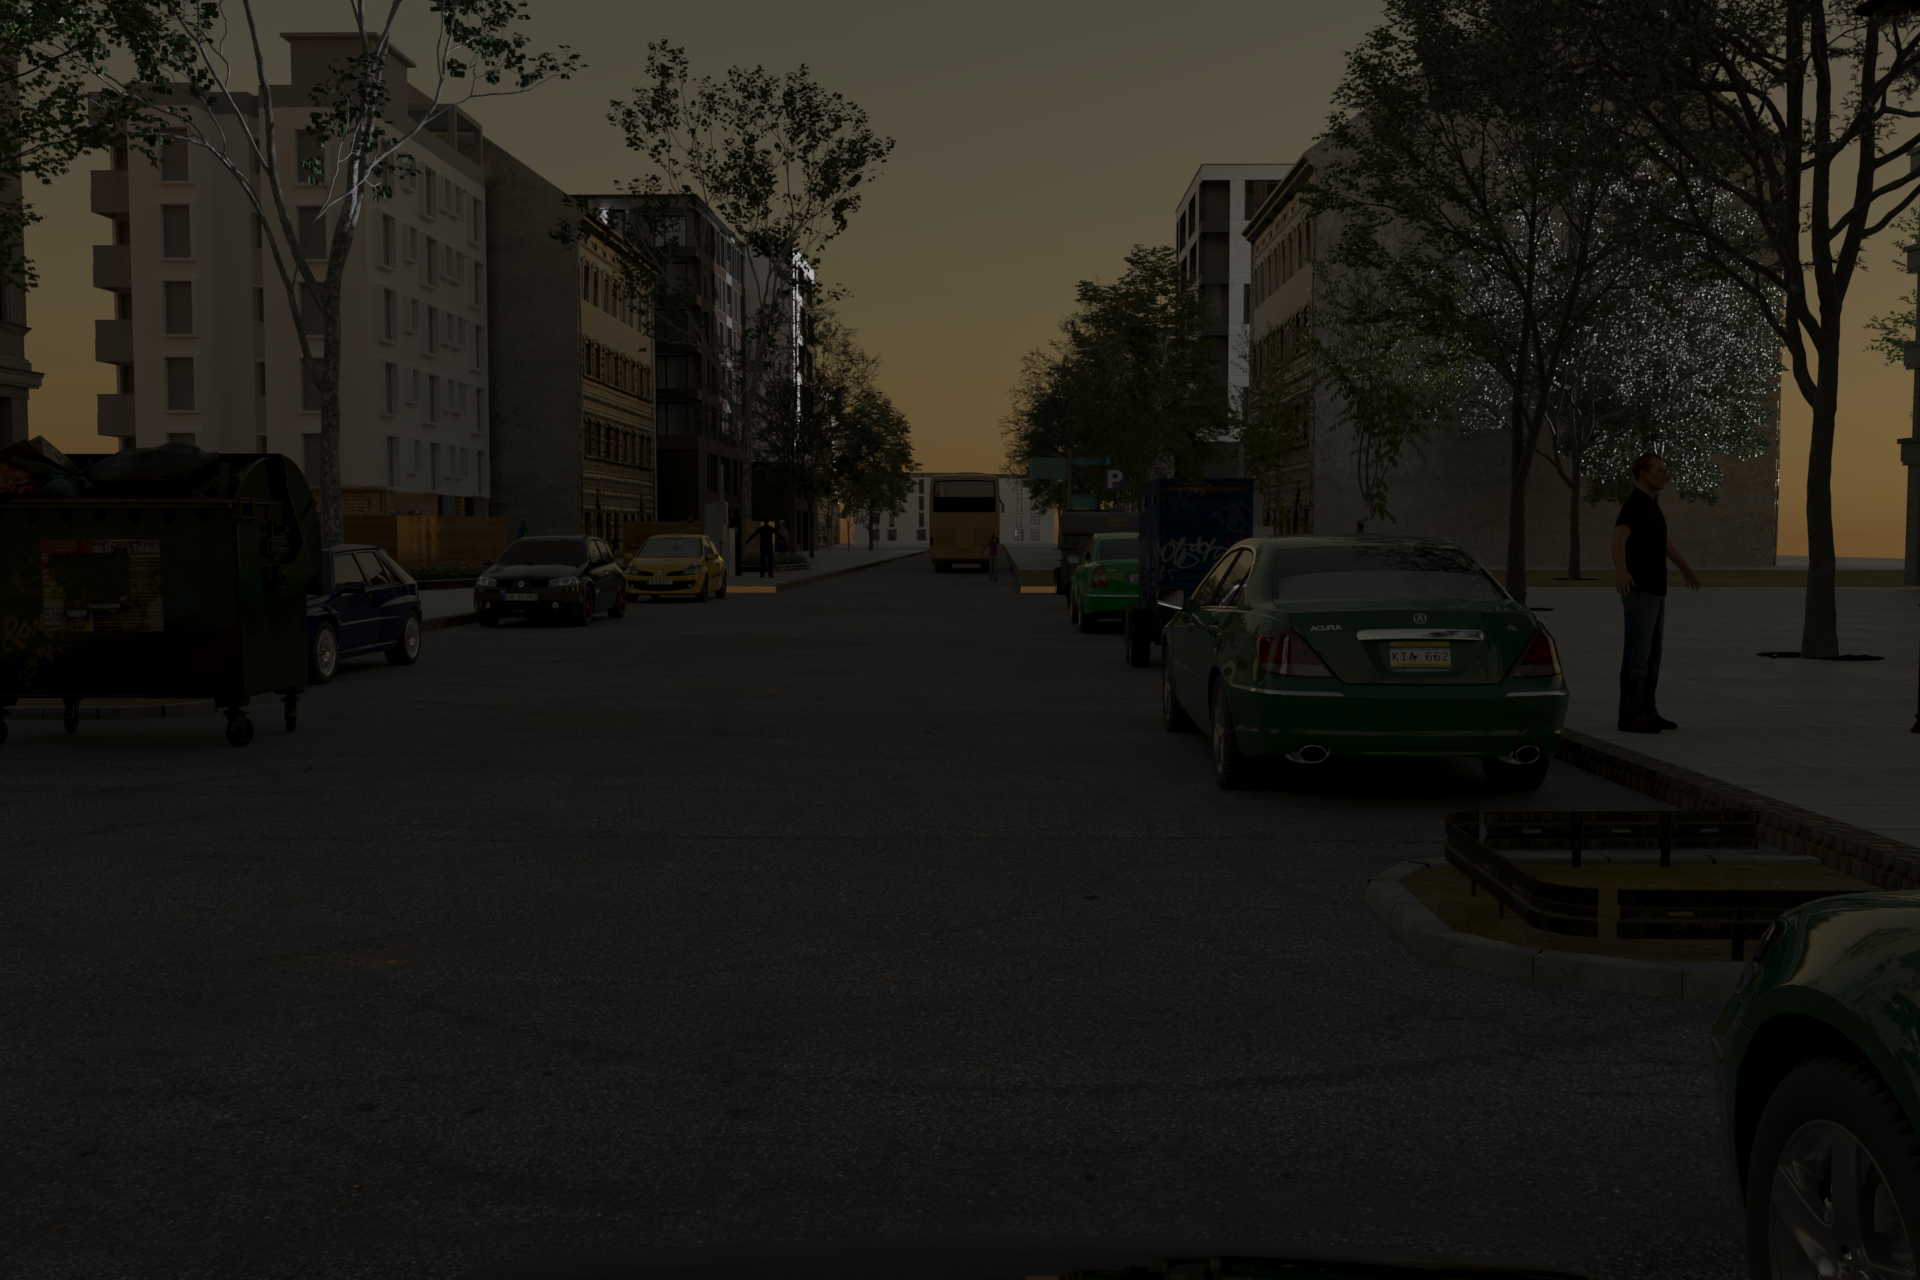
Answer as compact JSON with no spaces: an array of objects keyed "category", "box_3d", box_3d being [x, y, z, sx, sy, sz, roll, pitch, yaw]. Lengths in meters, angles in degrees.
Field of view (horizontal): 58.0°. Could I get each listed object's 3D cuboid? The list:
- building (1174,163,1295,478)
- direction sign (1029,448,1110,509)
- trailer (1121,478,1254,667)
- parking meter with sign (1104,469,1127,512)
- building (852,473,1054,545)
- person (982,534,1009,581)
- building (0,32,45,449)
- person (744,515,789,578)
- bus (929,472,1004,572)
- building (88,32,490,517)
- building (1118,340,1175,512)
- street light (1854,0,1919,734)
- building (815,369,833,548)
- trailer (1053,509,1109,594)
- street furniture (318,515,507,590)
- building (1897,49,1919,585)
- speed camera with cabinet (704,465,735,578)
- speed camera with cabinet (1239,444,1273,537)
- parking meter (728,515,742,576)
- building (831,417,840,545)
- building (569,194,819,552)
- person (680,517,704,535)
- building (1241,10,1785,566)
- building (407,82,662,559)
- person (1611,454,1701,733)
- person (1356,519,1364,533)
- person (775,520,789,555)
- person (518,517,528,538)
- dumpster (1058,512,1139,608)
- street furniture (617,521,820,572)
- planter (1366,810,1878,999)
[{"category":"building","box_3d":[27.591,-16.390,111.953,27.936,21.610,32.646,0,4,1]},{"category":"direction sign","box_3d":[3.396,-3.960,53.514,2.525,3.948,1.411,0,4,2]},{"category":"trailer","box_3d":[2.565,-0.771,19.655,1.471,1.999,3.904,0,4,1]},{"category":"parking meter with sign","box_3d":[4.115,-3.015,45.552,0.543,3.016,1.738,0,4,2]},{"category":"building","box_3d":[-0.838,-17.904,237.334,28.070,9.664,9.099,0,4,-8]},{"category":"person","box_3d":[1.044,-2.491,52.446,0.991,1.433,0.599,3,4,37]},{"category":"building","box_3d":[-29.487,-10.744,25.627,10.553,20.879,40.483,0,4,2]},{"category":"person","box_3d":[-5.723,-2.769,51.214,1.347,1.837,0.705,0,4,-5]},{"category":"bus","box_3d":[0.303,-4.678,68.030,2.896,3.916,12.252,0,4,1]},{"category":"building","box_3d":[-26.995,-12.872,66.879,16.016,20.090,11.380,0,4,2]},{"category":"building","box_3d":[24.624,-18.287,165.442,16.747,18.905,31.486,0,4,1]},{"category":"street light","box_3d":[6.240,-2.338,11.007,0.468,5.910,1.993,0,4,1]},{"category":"building","box_3d":[-22.485,-20.509,166.249,19.493,23.208,18.063,0,4,1]},{"category":"trailer","box_3d":[3.007,-2.144,42.106,1.471,1.999,3.904,0,4,1]},{"category":"street furniture","box_3d":[-14.306,-2.172,42.366,11.010,1.723,9.812,1,4,15]},{"category":"building","box_3d":[25.844,-11.320,31.755,8.464,21.280,15.925,0,4,1]},{"category":"speed camera with cabinet","box_3d":[-6.982,-3.422,50.279,0.660,3.252,2.038,0,4,2]},{"category":"speed camera with cabinet","box_3d":[6.336,-2.634,37.401,0.660,3.252,2.038,0,4,2]},{"category":"parking meter","box_3d":[-6.903,-2.903,53.175,0.399,1.863,0.255,0,4,3]},{"category":"building","box_3d":[-24.666,-23.240,210.902,19.493,23.208,18.063,0,4,1]},{"category":"building","box_3d":[-25.734,-16.940,120.949,27.936,21.610,32.646,0,4,2]},{"category":"person","box_3d":[-7.081,-2.373,45.601,1.217,1.733,0.721,-1,4,-8]},{"category":"building","box_3d":[23.590,-15.096,77.752,19.493,23.208,18.063,0,4,2]},{"category":"building","box_3d":[-26.884,-15.852,90.110,19.493,23.208,18.063,0,4,1]},{"category":"person","box_3d":[4.487,-0.310,11.281,0.705,1.803,1.348,3,5,41]},{"category":"person","box_3d":[14.883,-3.587,64.413,0.705,1.858,1.354,0,4,-7]},{"category":"person","box_3d":[-7.077,-3.844,68.712,0.705,1.847,1.347,-2,4,-33]},{"category":"person","box_3d":[-13.915,-2.989,54.996,0.704,1.817,1.347,-2,4,-24]},{"category":"dumpster","box_3d":[2.832,-1.540,33.389,1.865,1.857,1.264,0,4,1]},{"category":"street furniture","box_3d":[-7.949,-3.355,61.709,9.812,1.723,11.010,0,4,8]},{"category":"planter","box_3d":[2.559,0.907,6.313,1.991,0.319,1.994,0,4,2]}]
